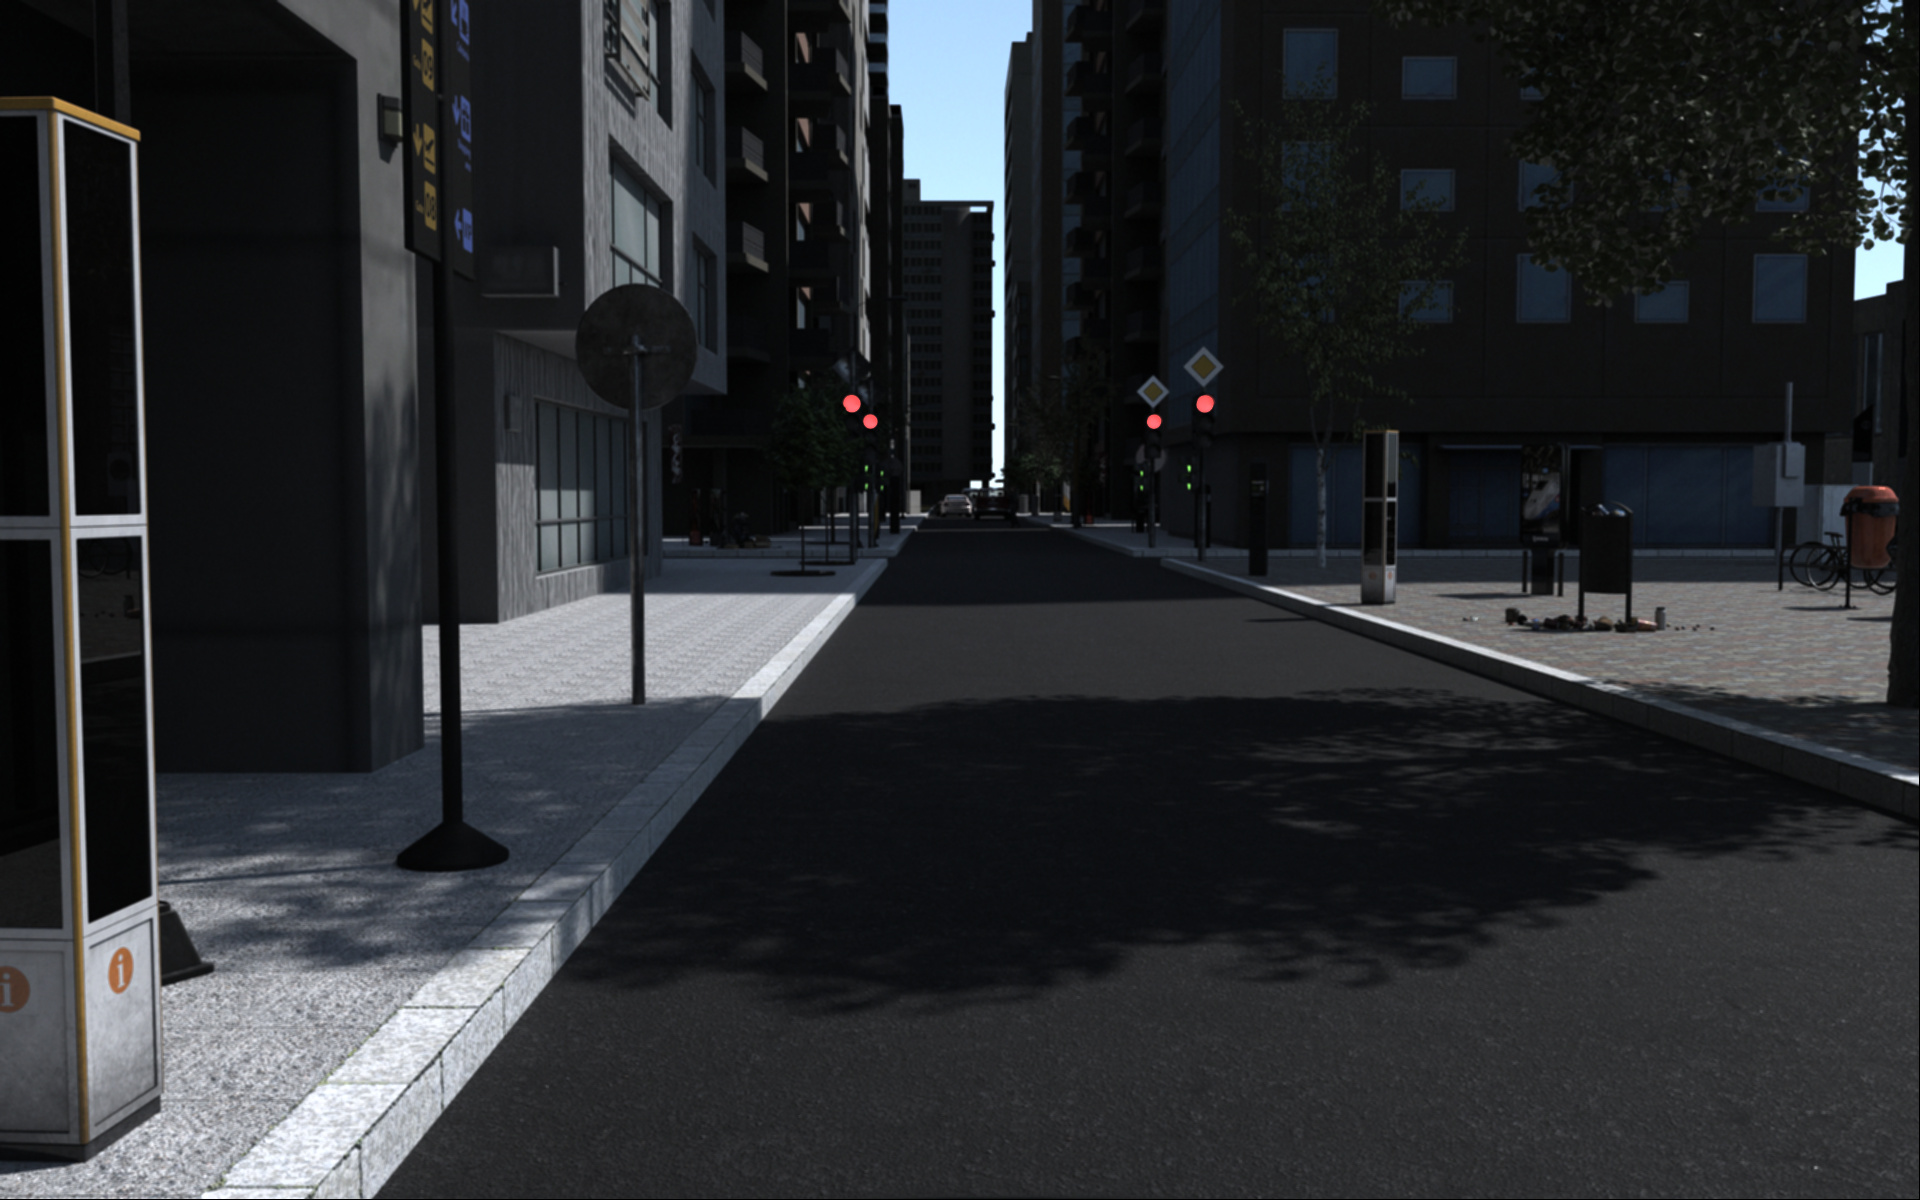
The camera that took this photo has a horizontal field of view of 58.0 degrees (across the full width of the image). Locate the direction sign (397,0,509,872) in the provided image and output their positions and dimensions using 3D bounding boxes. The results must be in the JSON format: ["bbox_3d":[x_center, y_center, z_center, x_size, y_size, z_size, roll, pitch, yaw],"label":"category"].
[{"bbox_3d":[-1.773,-0.854,5.955,0.379,3.537,0.876,0,4,-3],"label":"direction sign"}]

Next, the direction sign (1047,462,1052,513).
[{"bbox_3d":[6.010,-7.580,115.935,0.379,3.537,0.876,0,4,2],"label":"direction sign"}]

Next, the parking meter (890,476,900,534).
[{"bbox_3d":[-2.110,-3.070,55.902,0.255,1.863,0.399,-1,4,-14],"label":"parking meter"}]

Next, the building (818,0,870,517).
[{"bbox_3d":[-19.123,-31.239,99.990,28.713,52.752,27.495,0,4,0],"label":"building"}]

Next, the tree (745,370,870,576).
[{"bbox_3d":[-2.444,-1.996,27.229,1.663,3.219,1.824,0,3,0],"label":"tree"}]

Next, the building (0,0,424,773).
[{"bbox_3d":[-12.875,-34.479,1.990,20.563,71.187,20.611,0,4,0],"label":"building"}]

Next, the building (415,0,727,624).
[{"bbox_3d":[-10.603,-20.737,22.646,14.086,41.232,14.154,0,4,0],"label":"building"}]

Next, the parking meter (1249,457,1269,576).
[{"bbox_3d":[4.697,-1.315,27.213,0.255,1.863,0.399,1,4,17],"label":"parking meter"}]

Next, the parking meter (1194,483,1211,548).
[{"bbox_3d":[5.754,-1.999,41.092,0.372,1.533,0.369,0,3,0],"label":"parking meter"}]

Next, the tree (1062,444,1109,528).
[{"bbox_3d":[4.798,-4.394,66.451,1.663,3.219,1.824,0,3,0],"label":"tree"}]

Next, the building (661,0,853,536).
[{"bbox_3d":[-15.496,-25.047,64.148,22.147,44.769,28.867,0,4,0],"label":"building"}]

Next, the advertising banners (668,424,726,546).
[{"bbox_3d":[-6.520,-2.851,42.809,2.074,3.025,0.090,3,5,40],"label":"advertising banners"}]

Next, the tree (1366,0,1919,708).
[{"bbox_3d":[5.460,-5.635,10.258,7.486,12.596,7.792,0,3,0],"label":"tree"}]

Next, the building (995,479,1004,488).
[{"bbox_3d":[18.799,-34.026,210.941,28.867,44.769,22.147,0,4,0],"label":"building"}]

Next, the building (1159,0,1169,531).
[{"bbox_3d":[14.180,-17.845,63.470,14.160,30.474,14.107,0,4,0],"label":"building"}]

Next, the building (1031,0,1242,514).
[{"bbox_3d":[12.746,-29.506,132.537,14.600,45.320,14.200,0,4,0],"label":"building"}]

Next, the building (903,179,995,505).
[{"bbox_3d":[-7.674,-32.069,216.210,23.993,40.220,32.217,0,4,0],"label":"building"}]

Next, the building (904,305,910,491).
[{"bbox_3d":[-19.919,-20.348,177.722,28.899,21.520,27.650,0,4,0],"label":"building"}]

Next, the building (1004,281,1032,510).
[{"bbox_3d":[18.294,-18.967,155.148,27.650,21.520,28.899,0,4,0],"label":"building"}]

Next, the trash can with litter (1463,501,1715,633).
[{"bbox_3d":[5.978,-0.352,16.816,1.678,1.210,2.233,-3,4,-37],"label":"trash can with litter"}]

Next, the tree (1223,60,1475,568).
[{"bbox_3d":[6.352,-4.858,29.785,4.737,8.622,4.395,0,3,0],"label":"tree"}]

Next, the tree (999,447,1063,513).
[{"bbox_3d":[4.479,-8.573,123.881,4.285,4.588,4.351,0,3,0],"label":"tree"}]

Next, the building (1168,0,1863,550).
[{"bbox_3d":[13.207,-24.166,45.230,14.200,45.320,14.600,0,4,0],"label":"building"}]

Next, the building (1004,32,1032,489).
[{"bbox_3d":[15.590,-33.994,179.505,21.300,48.544,21.600,0,4,0],"label":"building"}]

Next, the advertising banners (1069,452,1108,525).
[{"bbox_3d":[5.365,-4.644,72.118,2.074,3.025,0.090,3,5,44],"label":"advertising banners"}]

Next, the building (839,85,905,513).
[{"bbox_3d":[-11.162,-21.481,122.908,14.160,30.474,14.107,0,4,0],"label":"building"}]

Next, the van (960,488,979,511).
[{"bbox_3d":[0.730,-7.197,124.683,2.013,2.044,4.112,0,4,-2],"label":"van"}]

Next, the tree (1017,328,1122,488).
[{"bbox_3d":[4.902,-7.691,76.113,4.737,8.622,4.395,0,3,0],"label":"tree"}]

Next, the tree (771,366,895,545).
[{"bbox_3d":[-3.229,-3.727,44.658,4.285,4.588,4.351,0,3,0],"label":"tree"}]

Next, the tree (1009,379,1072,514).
[{"bbox_3d":[5.285,-9.853,111.460,4.360,8.622,3.978,0,3,0],"label":"tree"}]

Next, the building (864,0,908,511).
[{"bbox_3d":[-15.473,-50.834,143.814,22.319,86.520,31.000,0,4,0],"label":"building"}]

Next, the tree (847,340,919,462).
[{"bbox_3d":[-4.029,-8.145,83.531,4.360,8.622,3.978,0,3,0],"label":"tree"}]

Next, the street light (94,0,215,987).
[{"bbox_3d":[-1.643,-1.950,4.423,1.470,5.913,1.316,0,4,0],"label":"street light"}]

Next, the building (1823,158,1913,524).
[{"bbox_3d":[43.767,-45.032,48.945,31.000,86.520,22.319,0,4,0],"label":"building"}]

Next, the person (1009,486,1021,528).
[{"bbox_3d":[2.283,-3.885,72.445,0.534,1.772,0.576,0,4,-4],"label":"person"}]

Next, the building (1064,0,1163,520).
[{"bbox_3d":[17.010,-26.781,92.490,22.147,44.769,28.867,0,4,0],"label":"building"}]

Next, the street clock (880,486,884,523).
[{"bbox_3d":[-3.622,-4.500,78.148,0.471,2.002,0.358,0,4,1],"label":"street clock"}]
